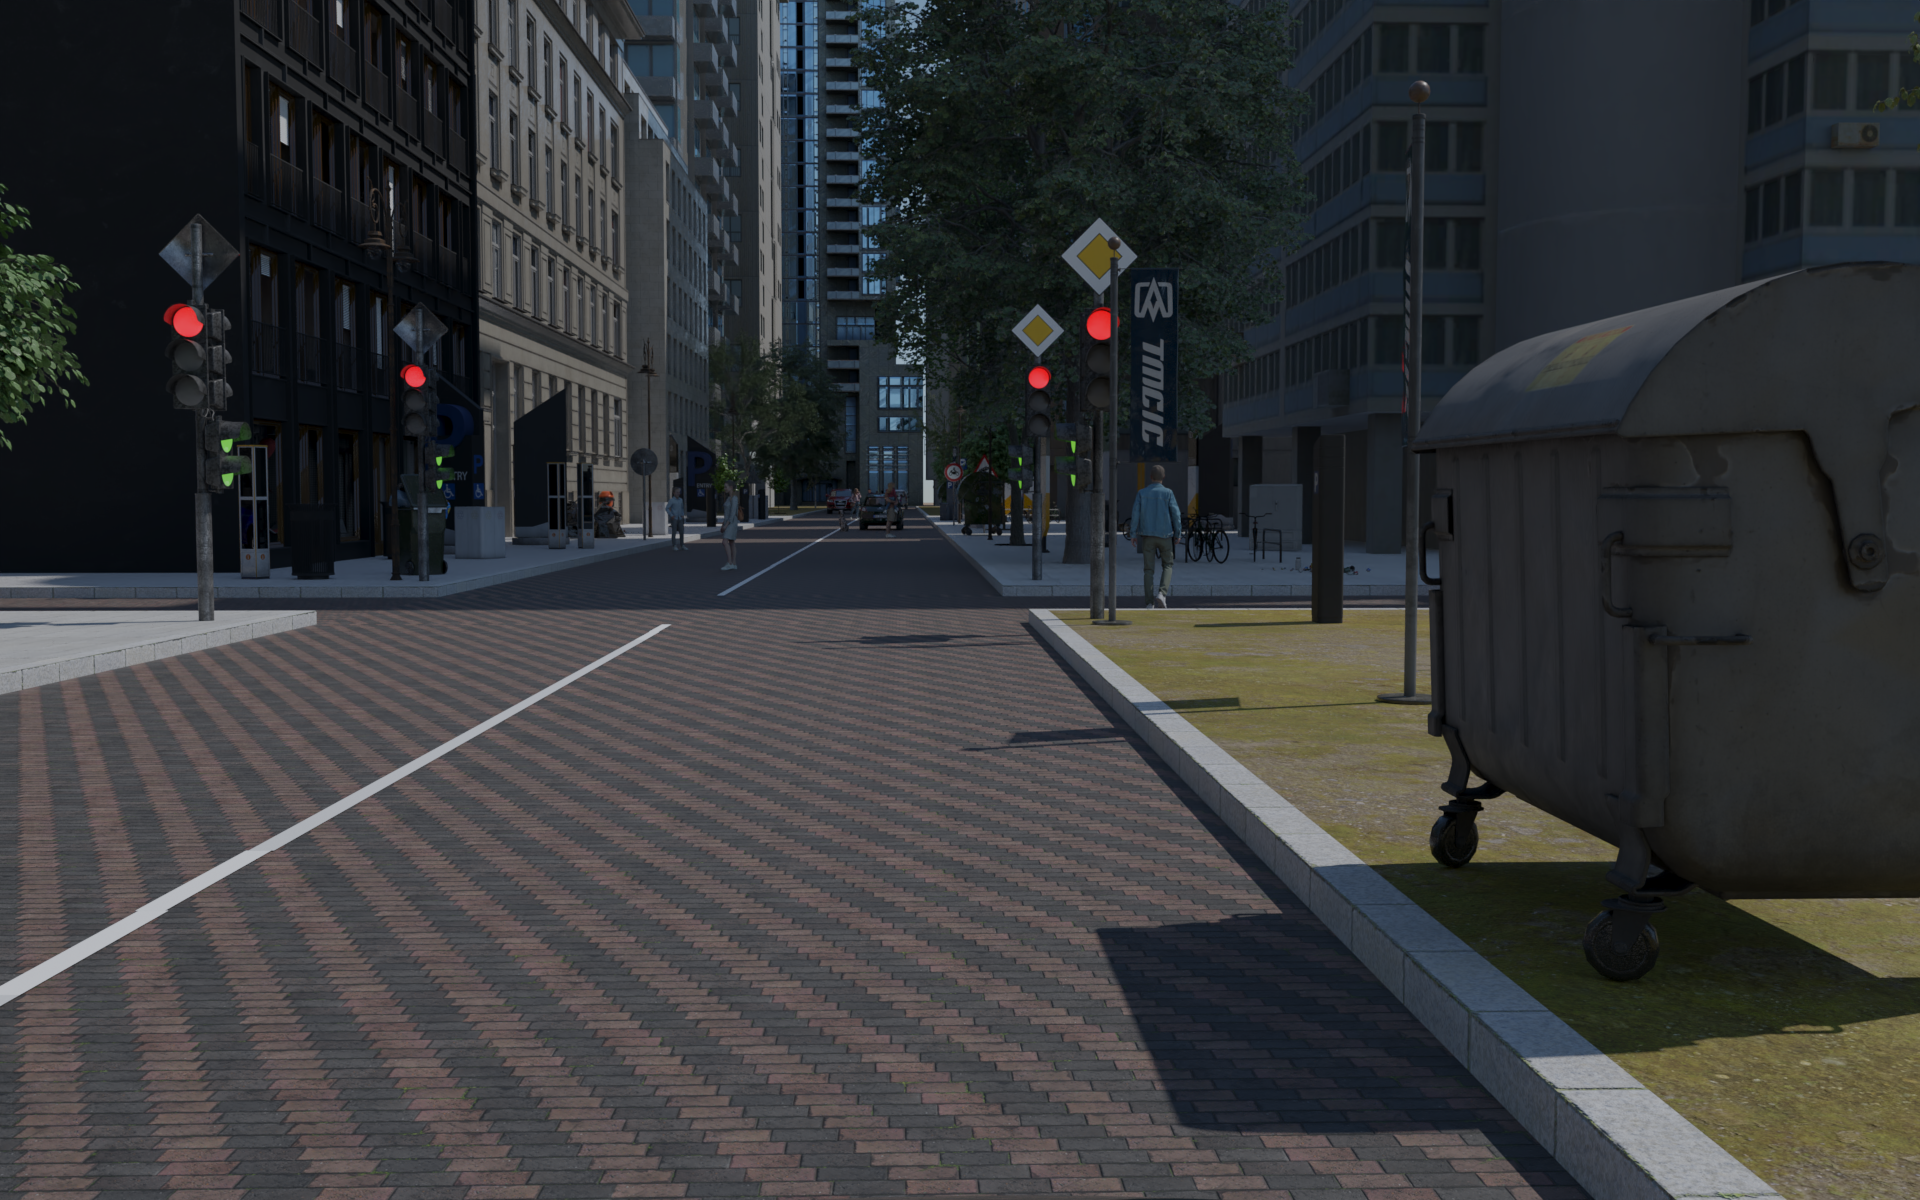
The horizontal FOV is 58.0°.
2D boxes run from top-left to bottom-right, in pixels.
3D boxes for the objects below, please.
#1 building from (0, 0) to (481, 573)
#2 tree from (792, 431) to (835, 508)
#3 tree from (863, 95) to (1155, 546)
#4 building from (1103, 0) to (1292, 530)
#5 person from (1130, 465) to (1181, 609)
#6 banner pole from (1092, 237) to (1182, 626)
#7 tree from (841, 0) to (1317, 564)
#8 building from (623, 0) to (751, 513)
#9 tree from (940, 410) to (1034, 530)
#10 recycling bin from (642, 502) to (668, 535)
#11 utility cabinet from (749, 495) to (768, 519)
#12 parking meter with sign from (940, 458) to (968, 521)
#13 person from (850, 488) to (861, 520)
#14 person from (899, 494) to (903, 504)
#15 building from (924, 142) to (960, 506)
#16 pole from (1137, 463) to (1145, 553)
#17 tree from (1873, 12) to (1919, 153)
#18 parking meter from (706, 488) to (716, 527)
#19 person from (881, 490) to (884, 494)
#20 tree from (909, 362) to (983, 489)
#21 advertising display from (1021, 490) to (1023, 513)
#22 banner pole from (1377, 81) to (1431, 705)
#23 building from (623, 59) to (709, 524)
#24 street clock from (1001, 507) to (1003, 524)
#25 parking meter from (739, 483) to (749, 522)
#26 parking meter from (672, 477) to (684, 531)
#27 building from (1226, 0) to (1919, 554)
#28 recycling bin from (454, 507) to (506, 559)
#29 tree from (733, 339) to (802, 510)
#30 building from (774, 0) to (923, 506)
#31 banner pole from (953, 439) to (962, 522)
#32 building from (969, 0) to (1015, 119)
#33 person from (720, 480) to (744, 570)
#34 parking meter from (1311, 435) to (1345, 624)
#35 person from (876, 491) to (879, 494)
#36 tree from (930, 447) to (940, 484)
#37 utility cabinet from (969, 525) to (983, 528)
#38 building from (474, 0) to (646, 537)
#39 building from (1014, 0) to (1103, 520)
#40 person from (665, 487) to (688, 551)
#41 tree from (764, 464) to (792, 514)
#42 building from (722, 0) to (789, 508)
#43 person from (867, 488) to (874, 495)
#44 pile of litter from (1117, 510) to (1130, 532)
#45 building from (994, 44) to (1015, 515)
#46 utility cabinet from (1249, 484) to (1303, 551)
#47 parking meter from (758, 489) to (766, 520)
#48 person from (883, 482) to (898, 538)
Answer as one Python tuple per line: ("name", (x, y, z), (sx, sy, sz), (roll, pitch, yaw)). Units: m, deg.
("building", (-17.987, -12.567, 35.144), (12.332, 23.373, 15.834), (0, 4, -2))
("tree", (-13.407, -12.672, 157.553), (4.360, 8.622, 3.978), (0, 3, 0))
("tree", (1.465, -7.160, 42.828), (9.928, 11.665, 9.643), (0, 3, 0))
("building", (12.408, -18.169, 68.763), (14.160, 30.474, 14.107), (0, 4, -2))
("person", (2.385, -0.750, 21.105), (0.601, 1.785, 0.444), (1, 4, 14))
("banner pole", (1.731, -1.647, 16.944), (0.863, 3.779, 0.401), (0, 4, 2))
("tree", (2.251, -7.635, 31.482), (9.857, 13.997, 8.962), (0, 3, 0))
("building", (-26.617, -30.269, 114.513), (23.786, 49.044, 30.456), (0, 4, -2))
("tree", (1.562, -4.775, 61.792), (4.285, 4.588, 4.351), (0, 3, 0))
("recycling bin", (-9.519, -2.541, 54.100), (0.722, 1.027, 0.722), (0, 4, -4))
("utility cabinet", (-10.445, -4.802, 89.673), (1.020, 1.237, 0.306), (0, 4, -3))
("parking meter with sign", (-0.333, -5.356, 83.836), (0.543, 3.016, 1.738), (2, 4, 34))
("person", (-5.936, -5.415, 97.626), (0.593, 1.750, 0.643), (-2, 4, -29))
("person", (-5.413, -8.858, 156.544), (0.599, 1.433, 0.991), (0, 4, 5))
("building", (3.084, -31.249, 194.522), (14.086, 41.232, 14.154), (0, 4, -2))
("pole", (3.906, -2.663, 37.379), (0.158, 3.312, 0.155), (0, 3, 0))
("tree", (10.107, -3.903, 14.183), (4.737, 8.622, 4.395), (0, 3, 0))
("parking meter", (-9.681, -3.609, 67.419), (0.372, 1.533, 0.369), (0, 3, 0))
("person", (-6.678, -8.578, 149.428), (1.217, 1.739, 0.721), (0, 4, 3))
("tree", (-0.393, -8.866, 95.320), (4.737, 8.622, 4.395), (0, 3, 0))
("advertising display", (1.957, -3.196, 57.464), (0.123, 1.923, 0.974), (1, 4, 12))
("banner pole", (2.816, -1.273, 10.838), (0.401, 3.779, 0.863), (0, 4, 8))
("building", (-18.173, -13.941, 82.689), (10.420, 20.320, 16.860), (0, 4, -2))
("street clock", (1.728, -4.214, 73.462), (0.358, 2.002, 0.471), (0, 4, -7))
("parking meter", (-9.784, -4.460, 78.630), (0.399, 1.863, 0.255), (-2, 4, -33))
("parking meter", (-9.714, -3.299, 59.642), (0.399, 1.863, 0.255), (-1, 4, -9))
("building", (19.834, -21.408, 41.898), (23.993, 40.220, 32.217), (0, 4, -2))
("recycling bin", (-9.555, -1.341, 34.481), (0.722, 1.027, 0.722), (2, 4, 25))
("tree", (-13.479, -14.214, 139.056), (9.857, 13.997, 8.962), (0, 3, 0))
("building", (-19.825, -54.070, 196.709), (31.000, 86.520, 22.319), (0, 4, -2))
("banner pole", (-0.183, -5.461, 79.304), (0.401, 3.779, 0.863), (-1, 4, -23))
("building", (7.524, -28.083, 142.753), (14.154, 41.232, 14.086), (0, 4, -2))
("person", (-4.363, -1.434, 32.948), (0.522, 1.701, 0.512), (-2, 4, -24))
("parking meter", (3.675, -0.708, 17.292), (0.255, 1.863, 0.399), (0, 4, 1))
("person", (-7.978, -9.676, 167.364), (0.551, 1.740, 0.621), (3, 4, 37))
("tree", (-0.206, -7.415, 104.948), (4.285, 4.588, 4.351), (0, 3, 0))
("utility cabinet", (0.611, -3.318, 65.416), (0.306, 1.237, 1.020), (-1, 4, -18))
("building", (-20.850, -13.778, 58.550), (16.112, 22.955, 30.059), (0, 4, -2))
("building", (10.191, -26.927, 90.361), (14.600, 45.320, 14.200), (0, 4, -2))
("person", (-7.204, -2.061, 44.013), (0.589, 1.601, 0.330), (-3, 5, -39))
("tree", (-11.672, -7.202, 112.351), (1.663, 3.219, 1.824), (0, 3, 0))
("building", (-30.181, -34.763, 157.612), (27.495, 52.752, 28.713), (0, 4, -2))
("person", (-5.256, -5.713, 102.364), (0.683, 1.767, 0.568), (1, 4, 17))
("pile of litter", (5.510, -2.787, 59.538), (1.176, 0.858, 1.719), (2, 4, 24))
("building", (8.947, -20.984, 114.793), (14.160, 30.474, 14.107), (0, 4, -2))
("utility cabinet", (7.106, -1.856, 39.028), (1.173, 1.500, 0.318), (3, 4, 37))
("parking meter", (-9.951, -4.802, 86.928), (0.372, 1.533, 0.369), (0, 3, 0))
("person", (-2.280, -2.984, 57.265), (0.573, 1.828, 0.580), (-2, 4, -28))
